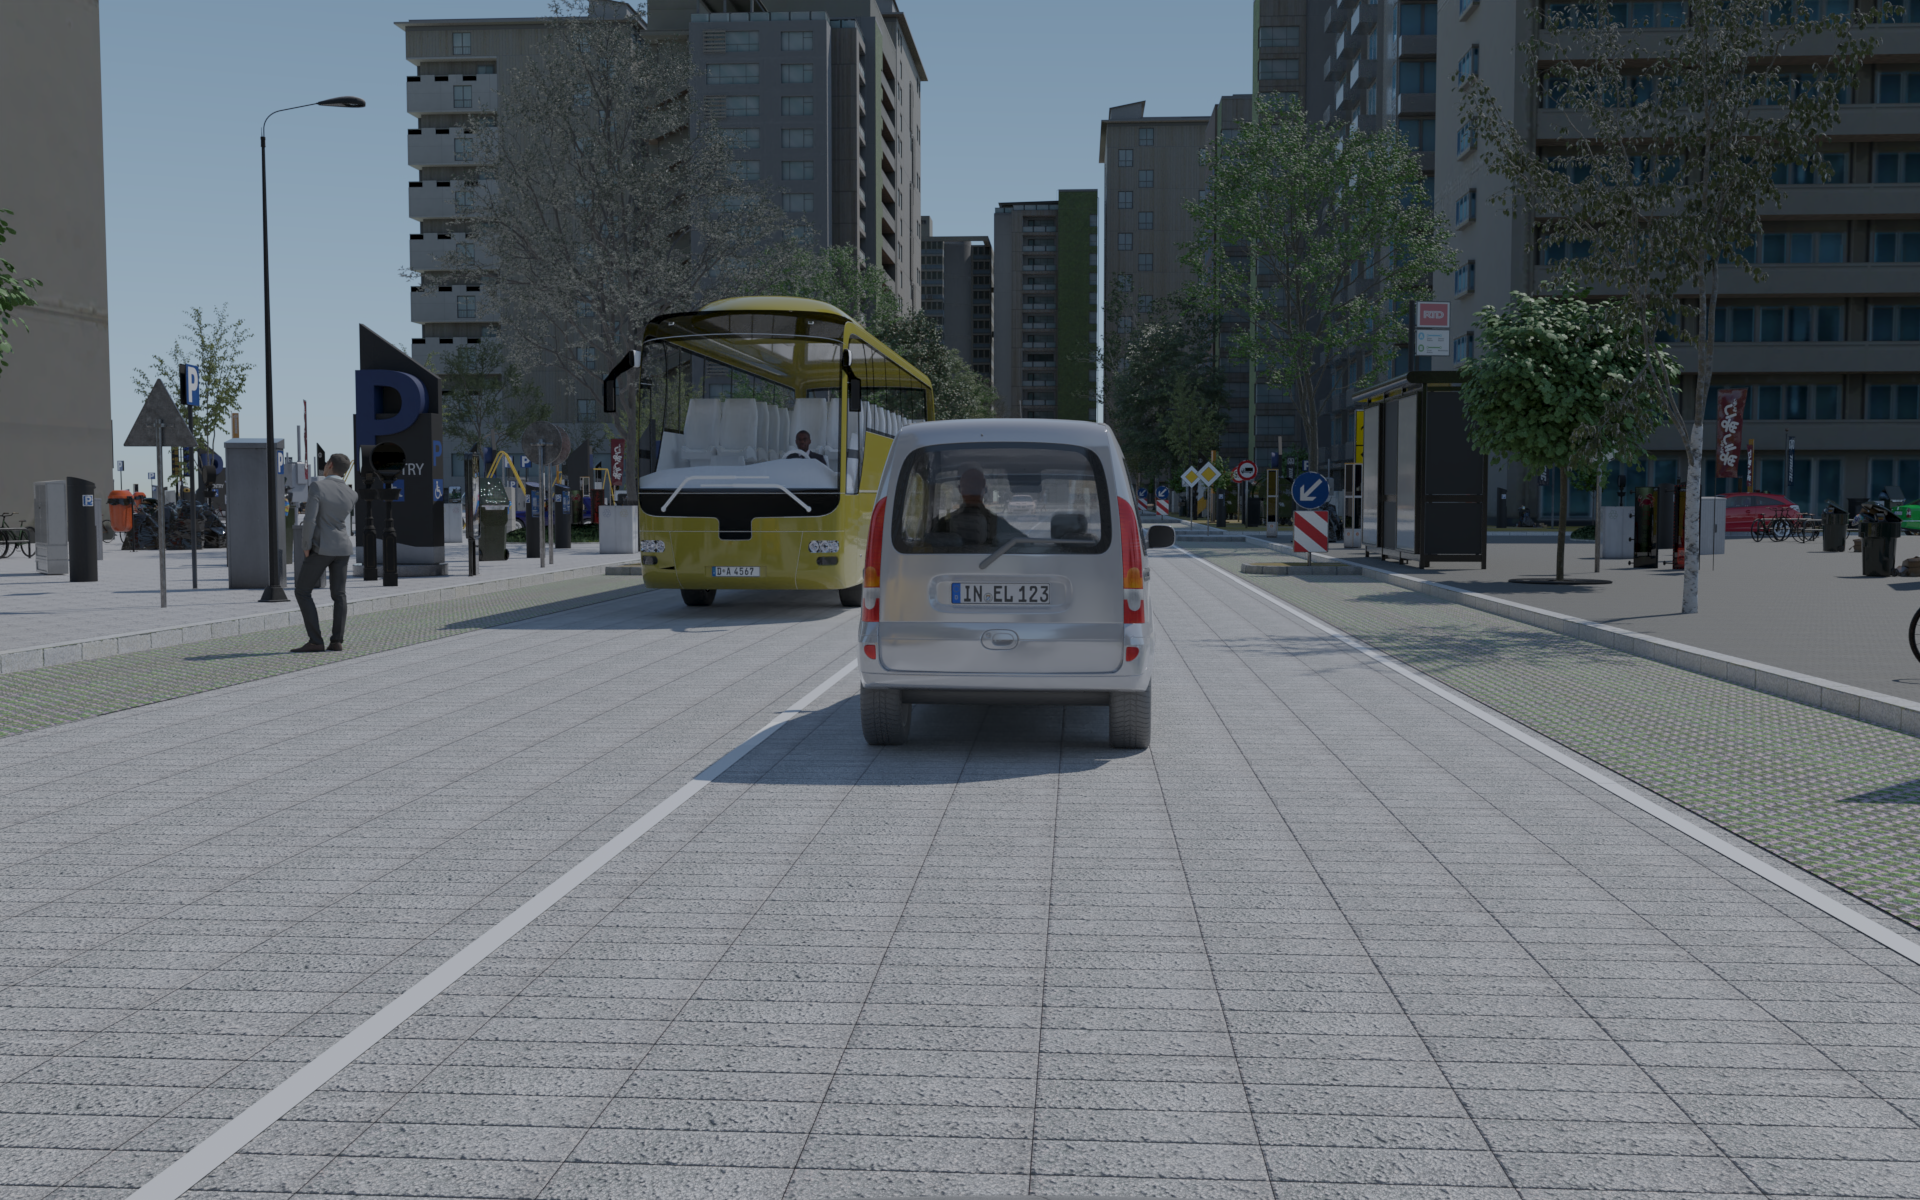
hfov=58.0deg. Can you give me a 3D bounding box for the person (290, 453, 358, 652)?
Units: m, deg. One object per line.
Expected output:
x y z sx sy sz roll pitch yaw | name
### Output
-5.761 -0.429 15.697 0.592 1.802 0.473 -3 5 -44 | person

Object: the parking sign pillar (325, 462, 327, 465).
-48.579 -8.884 133.732 1.447 3.967 1.447 -1 4 -18 | parking sign pillar

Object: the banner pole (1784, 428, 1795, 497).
31.575 -4.646 65.987 0.863 3.779 0.401 -3 4 -37 | banner pole

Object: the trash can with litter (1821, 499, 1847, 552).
19.675 -1.653 38.414 1.055 1.170 0.624 2 4 29 | trash can with litter

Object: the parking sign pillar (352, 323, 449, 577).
-8.828 -2.370 27.227 1.447 3.967 1.447 0 4 8 | parking sign pillar

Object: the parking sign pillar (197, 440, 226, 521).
-36.142 -5.822 83.667 1.447 3.967 1.447 2 4 24 | parking sign pillar

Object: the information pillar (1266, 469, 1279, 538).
9.221 -2.851 51.108 0.304 2.012 0.304 1 4 17 | information pillar

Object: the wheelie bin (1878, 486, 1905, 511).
35.582 -3.567 66.221 0.980 1.594 0.693 -1 4 -9 | wheelie bin

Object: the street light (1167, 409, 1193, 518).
11.963 -7.443 94.240 1.470 5.913 1.316 0 4 4 | street light

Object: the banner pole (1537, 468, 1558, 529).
21.630 -4.511 63.769 0.401 3.779 0.863 -3 5 -44 | banner pole

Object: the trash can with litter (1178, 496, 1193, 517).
12.808 -5.269 97.535 1.055 1.170 0.624 2 4 28 | trash can with litter

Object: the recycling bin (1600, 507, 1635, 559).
13.188 -1.353 34.678 0.722 1.027 0.722 1 4 9 | recycling bin

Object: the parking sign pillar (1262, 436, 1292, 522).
14.721 -5.626 80.463 1.447 3.967 1.447 1 4 9 | parking sign pillar

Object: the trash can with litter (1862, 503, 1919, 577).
14.556 -0.957 27.030 1.055 1.170 0.624 0 4 -2 | trash can with litter

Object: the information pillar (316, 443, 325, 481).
-29.188 -5.370 79.148 0.183 3.616 0.504 1 4 21 | information pillar

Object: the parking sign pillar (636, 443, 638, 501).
-11.270 -4.553 62.914 1.447 3.967 1.447 -3 4 -36 | parking sign pillar

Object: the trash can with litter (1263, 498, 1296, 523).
14.376 -4.058 77.408 2.233 1.210 1.678 1 4 19 | trash can with litter

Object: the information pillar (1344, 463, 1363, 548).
9.318 -2.235 41.038 0.304 2.012 0.304 -2 4 -34 | information pillar

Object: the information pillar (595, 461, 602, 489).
-25.163 -7.903 120.571 0.504 3.616 0.183 -2 4 -33 | information pillar

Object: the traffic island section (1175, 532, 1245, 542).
7.632 -1.888 53.150 2.009 0.180 2.903 0 4 4 | traffic island section

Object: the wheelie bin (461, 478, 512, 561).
-9.130 -1.552 33.285 0.693 1.594 0.980 3 5 44 | wheelie bin

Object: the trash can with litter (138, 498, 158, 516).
-25.618 -2.663 54.932 0.624 1.170 1.055 -1 4 -10 | trash can with litter

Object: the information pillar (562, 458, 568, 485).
-22.516 -6.579 98.929 0.504 3.616 0.183 0 4 -8 | information pillar

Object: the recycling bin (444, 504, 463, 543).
-13.572 -2.025 45.662 0.722 1.027 0.722 -2 4 -33 | recycling bin

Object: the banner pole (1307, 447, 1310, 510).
16.803 -5.704 83.278 0.401 3.779 0.863 0 4 3 | banner pole

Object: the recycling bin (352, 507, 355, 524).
-26.204 -3.795 74.602 0.722 1.027 0.722 2 4 28 | recycling bin

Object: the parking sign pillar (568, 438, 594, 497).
-18.488 -5.871 84.458 1.447 3.967 1.447 2 4 31 | parking sign pillar

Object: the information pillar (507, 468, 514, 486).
-27.763 -7.076 107.040 0.504 3.616 0.183 2 4 23 | information pillar

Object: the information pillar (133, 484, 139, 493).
-58.586 -7.258 123.152 0.304 2.012 0.304 -3 5 -40 | information pillar

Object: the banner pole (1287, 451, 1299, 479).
19.358 -6.760 100.545 0.863 3.779 0.401 1 4 15 | banner pole

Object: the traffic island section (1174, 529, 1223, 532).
8.180 -2.375 61.116 2.009 0.180 2.903 0 4 4 | traffic island section

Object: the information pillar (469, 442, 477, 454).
-21.858 -5.291 77.866 0.183 3.616 0.504 2 4 24 | information pillar

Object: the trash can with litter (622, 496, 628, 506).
-15.522 -4.200 79.733 2.233 1.210 1.678 2 4 30 | trash can with litter

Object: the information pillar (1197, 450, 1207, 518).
12.892 -6.172 92.274 0.504 3.616 0.183 2 4 24 | information pillar

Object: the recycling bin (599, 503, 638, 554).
-7.372 -1.520 37.403 0.722 1.027 0.722 0 4 -1 | recycling bin

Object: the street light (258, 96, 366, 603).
-7.630 -2.928 20.407 1.470 5.913 1.316 0 4 4 | street light

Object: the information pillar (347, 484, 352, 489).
-45.191 -7.574 128.324 0.304 2.012 0.304 -2 4 -33 | information pillar

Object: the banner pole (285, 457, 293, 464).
-39.928 -6.890 102.664 0.863 3.779 0.401 0 4 0 | banner pole

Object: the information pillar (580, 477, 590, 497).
-16.051 -4.260 74.135 0.304 2.012 0.304 -3 4 -36 | information pillar

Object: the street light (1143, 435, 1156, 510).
14.699 -9.990 135.879 1.470 5.913 1.316 0 4 4 | street light

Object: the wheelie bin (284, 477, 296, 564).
-12.580 -1.449 31.604 0.980 1.594 0.693 1 4 13 | wheelie bin

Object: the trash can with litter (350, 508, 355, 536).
-18.592 -2.536 52.849 0.624 1.170 1.055 3 5 44 | trash can with litter

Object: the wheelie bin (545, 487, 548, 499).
-17.985 -4.079 74.605 0.693 1.594 0.980 -3 5 -41 | wheelie bin

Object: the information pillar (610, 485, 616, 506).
-21.862 -6.398 109.093 0.304 2.012 0.304 0 4 2 | information pillar

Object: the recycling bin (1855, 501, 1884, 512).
33.062 -3.085 62.987 0.722 1.027 0.722 -2 4 -33 | recycling bin

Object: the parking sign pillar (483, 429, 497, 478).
-19.390 -5.081 71.552 1.447 3.967 1.447 -1 4 -18 | parking sign pillar

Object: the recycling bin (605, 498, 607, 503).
-23.106 -6.020 110.975 0.722 1.027 0.722 2 4 31 | recycling bin

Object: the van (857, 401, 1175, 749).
0.394 -0.255 11.177 2.013 2.044 4.112 0 4 5 | van
